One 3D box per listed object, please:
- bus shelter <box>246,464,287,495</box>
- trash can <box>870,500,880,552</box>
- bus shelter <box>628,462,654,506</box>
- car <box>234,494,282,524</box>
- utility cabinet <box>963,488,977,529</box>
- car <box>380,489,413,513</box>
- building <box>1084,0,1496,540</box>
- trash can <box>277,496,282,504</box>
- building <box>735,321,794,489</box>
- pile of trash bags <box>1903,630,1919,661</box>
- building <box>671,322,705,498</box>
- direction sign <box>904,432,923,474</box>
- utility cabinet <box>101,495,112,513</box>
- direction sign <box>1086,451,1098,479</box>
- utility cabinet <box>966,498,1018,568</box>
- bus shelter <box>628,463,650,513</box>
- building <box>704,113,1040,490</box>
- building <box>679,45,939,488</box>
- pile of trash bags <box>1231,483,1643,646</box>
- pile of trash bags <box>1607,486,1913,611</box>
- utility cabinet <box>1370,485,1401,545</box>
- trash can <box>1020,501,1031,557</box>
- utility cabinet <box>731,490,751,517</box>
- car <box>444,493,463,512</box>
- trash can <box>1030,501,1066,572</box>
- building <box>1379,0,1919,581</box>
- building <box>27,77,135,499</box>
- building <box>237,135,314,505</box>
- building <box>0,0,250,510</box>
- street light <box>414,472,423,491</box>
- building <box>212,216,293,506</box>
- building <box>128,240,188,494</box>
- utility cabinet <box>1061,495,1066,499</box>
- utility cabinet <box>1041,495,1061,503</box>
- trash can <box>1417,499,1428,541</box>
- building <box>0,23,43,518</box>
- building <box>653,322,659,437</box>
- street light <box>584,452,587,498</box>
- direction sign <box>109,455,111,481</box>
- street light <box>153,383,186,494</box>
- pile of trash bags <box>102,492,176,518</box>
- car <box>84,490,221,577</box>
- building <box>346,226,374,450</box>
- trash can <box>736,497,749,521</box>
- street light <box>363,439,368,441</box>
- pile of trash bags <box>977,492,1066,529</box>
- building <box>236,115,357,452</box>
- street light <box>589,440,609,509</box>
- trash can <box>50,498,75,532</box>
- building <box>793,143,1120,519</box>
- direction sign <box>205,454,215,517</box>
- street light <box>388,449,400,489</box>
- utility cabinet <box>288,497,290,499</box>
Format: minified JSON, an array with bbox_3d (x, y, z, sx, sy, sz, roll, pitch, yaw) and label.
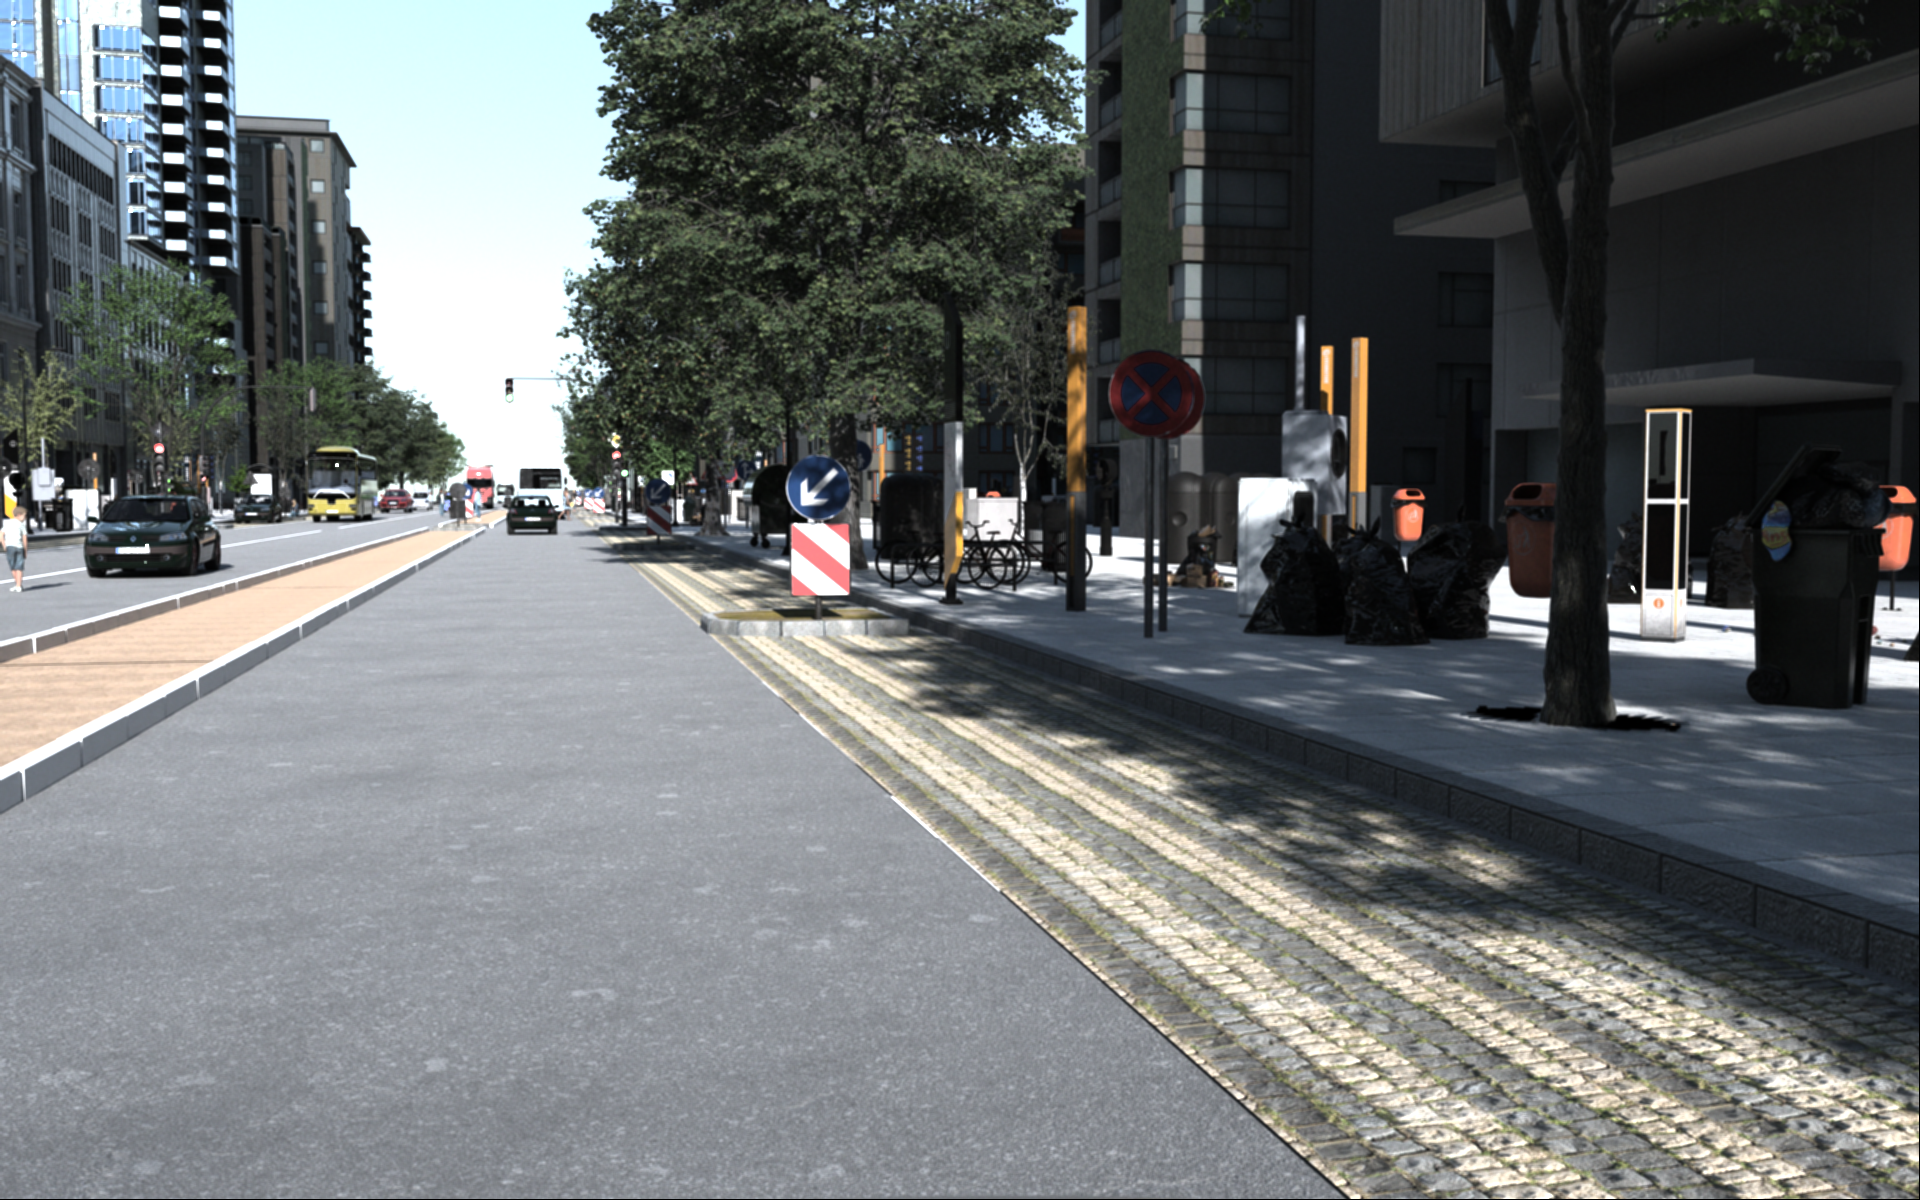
[{"bbox_3d":[-47.722,-7.658,119.124,2.014,3.302,5.546,-1,4,-13],"label":"bus shelter"},{"bbox_3d":[-1.639,-1.649,38.612,0.748,1.137,0.748,0,3,0],"label":"trash can"},{"bbox_3d":[-23.607,-8.382,128.335,1.731,3.624,6.357,-1,4,-13],"label":"bus shelter"},{"bbox_3d":[-34.286,-4.577,84.617,2.009,1.686,4.222,-1,4,-13],"label":"car"},{"bbox_3d":[0.293,-3.359,63.592,0.318,1.500,1.173,-1,4,-16],"label":"utility cabinet"},{"bbox_3d":[-43.254,-7.602,132.961,2.281,1.827,5.304,-1,4,-12],"label":"car"},{"bbox_3d":[11.210,-22.647,53.878,14.154,41.232,14.086,-1,4,-13],"label":"building"},{"bbox_3d":[-53.280,-7.588,135.716,0.748,1.137,0.748,0,3,0],"label":"trash can"},{"bbox_3d":[-2.204,-17.784,135.814,27.650,21.520,28.899,-1,4,-13],"label":"building"},{"bbox_3d":[8.415,-0.146,12.139,1.912,1.369,3.447,-1,4,-10],"label":"pile of trash bags"},{"bbox_3d":[-34.873,-37.345,265.215,22.147,44.769,28.867,-1,4,-13],"label":"building"},{"bbox_3d":[-1.720,-4.397,63.882,0.876,3.537,0.379,-3,5,-40],"label":"direction sign"},{"bbox_3d":[-50.927,-5.609,102.871,1.020,1.237,0.306,0,4,0],"label":"utility cabinet"},{"bbox_3d":[6.919,-6.076,91.341,0.876,3.537,0.379,-2,4,-32],"label":"direction sign"},{"bbox_3d":[0.563,-1.173,30.335,0.306,1.237,1.020,3,5,45],"label":"utility cabinet"},{"bbox_3d":[-21.935,-8.710,120.033,2.179,5.291,8.768,-1,4,-13],"label":"bus shelter"},{"bbox_3d":[-10.171,-29.900,180.741,32.217,40.220,23.993,-1,4,-13],"label":"building"},{"bbox_3d":[-17.885,-37.658,204.943,28.713,52.752,27.495,-1,4,-13],"label":"building"},{"bbox_3d":[4.064,-0.334,15.210,1.912,1.369,3.447,-2,4,-26],"label":"pile of trash bags"},{"bbox_3d":[9.154,-0.624,19.948,1.912,1.369,3.447,-3,5,-44],"label":"pile of trash bags"},{"bbox_3d":[10.539,-2.091,42.864,0.318,1.500,1.173,3,4,37],"label":"utility cabinet"},{"bbox_3d":[1.581,-1.409,34.695,0.748,1.137,0.748,0,3,0],"label":"trash can"},{"bbox_3d":[-11.794,-5.218,93.995,1.173,1.500,0.318,0,4,1],"label":"utility cabinet"},{"bbox_3d":[-40.273,-7.841,137.784,1.945,1.707,3.694,-1,4,-15],"label":"car"},{"bbox_3d":[1.665,-1.038,28.624,0.748,1.137,0.748,0,3,0],"label":"trash can"},{"bbox_3d":[24.780,-26.694,25.686,28.713,52.752,27.495,-1,4,-13],"label":"building"},{"bbox_3d":[-60.109,-17.679,107.069,12.078,24.808,19.932,-1,4,-13],"label":"building"},{"bbox_3d":[-80.080,-31.068,191.552,14.154,41.232,14.086,-1,4,-13],"label":"building"},{"bbox_3d":[-76.277,-51.425,153.478,22.319,86.520,31.000,-1,4,-13],"label":"building"},{"bbox_3d":[-65.804,-14.556,210.526,1.470,5.913,1.316,-1,4,-13],"label":"street light"},{"bbox_3d":[-77.378,-24.854,178.060,14.160,30.474,14.107,-1,4,-13],"label":"building"},{"bbox_3d":[-63.107,-16.937,126.067,9.793,20.994,18.267,-1,4,-13],"label":"building"},{"bbox_3d":[5.219,-4.682,87.716,1.020,1.237,0.306,-2,4,-30],"label":"utility cabinet"},{"bbox_3d":[4.359,-4.464,84.146,0.306,1.237,1.020,-2,4,-33],"label":"utility cabinet"},{"bbox_3d":[12.441,-2.194,47.521,0.748,1.137,0.748,0,3,0],"label":"trash can"},{"bbox_3d":[-56.157,-18.423,87.127,13.634,28.700,20.117,-1,4,-13],"label":"building"},{"bbox_3d":[-40.983,-41.251,294.065,23.786,49.044,30.456,-1,4,-13],"label":"building"},{"bbox_3d":[-40.906,-13.407,191.746,1.470,5.913,1.316,-1,4,-13],"label":"street light"},{"bbox_3d":[-49.191,-6.643,100.609,0.379,3.537,0.876,0,4,-6],"label":"direction sign"},{"bbox_3d":[-33.027,-6.106,72.377,1.470,5.913,1.316,-1,4,-13],"label":"street light"},{"bbox_3d":[-40.456,-4.632,85.482,3.447,1.369,1.912,-2,4,-29],"label":"pile of trash bags"},{"bbox_3d":[-14.486,-1.309,31.185,2.009,1.686,4.222,-1,4,-15],"label":"car"},{"bbox_3d":[-104.537,-37.783,272.383,22.147,44.769,28.867,-1,4,-13],"label":"building"},{"bbox_3d":[-10.367,-4.361,82.961,0.748,1.137,0.748,0,3,0],"label":"trash can"},{"bbox_3d":[-50.832,-10.656,146.774,1.470,5.913,1.316,-1,4,-13],"label":"street light"},{"bbox_3d":[2.450,-3.321,64.050,3.447,1.369,1.912,2,4,30],"label":"pile of trash bags"},{"bbox_3d":[-100.817,-40.054,244.114,28.713,52.752,27.495,-1,4,-13],"label":"building"},{"bbox_3d":[-31.053,-10.838,149.735,1.470,5.913,1.316,-1,4,-13],"label":"street light"},{"bbox_3d":[-30.487,-2.888,58.867,0.748,1.137,0.748,0,3,0],"label":"trash can"},{"bbox_3d":[6.283,-15.919,105.320,28.899,21.520,27.650,-1,4,-13],"label":"building"},{"bbox_3d":[-42.412,-6.481,97.966,0.876,3.537,0.379,3,5,40],"label":"direction sign"},{"bbox_3d":[-58.283,-12.592,178.415,1.470,5.913,1.316,-1,4,-13],"label":"street light"},{"bbox_3d":[-50.241,-7.221,129.220,0.306,1.237,1.020,0,4,-7],"label":"utility cabinet"}]
